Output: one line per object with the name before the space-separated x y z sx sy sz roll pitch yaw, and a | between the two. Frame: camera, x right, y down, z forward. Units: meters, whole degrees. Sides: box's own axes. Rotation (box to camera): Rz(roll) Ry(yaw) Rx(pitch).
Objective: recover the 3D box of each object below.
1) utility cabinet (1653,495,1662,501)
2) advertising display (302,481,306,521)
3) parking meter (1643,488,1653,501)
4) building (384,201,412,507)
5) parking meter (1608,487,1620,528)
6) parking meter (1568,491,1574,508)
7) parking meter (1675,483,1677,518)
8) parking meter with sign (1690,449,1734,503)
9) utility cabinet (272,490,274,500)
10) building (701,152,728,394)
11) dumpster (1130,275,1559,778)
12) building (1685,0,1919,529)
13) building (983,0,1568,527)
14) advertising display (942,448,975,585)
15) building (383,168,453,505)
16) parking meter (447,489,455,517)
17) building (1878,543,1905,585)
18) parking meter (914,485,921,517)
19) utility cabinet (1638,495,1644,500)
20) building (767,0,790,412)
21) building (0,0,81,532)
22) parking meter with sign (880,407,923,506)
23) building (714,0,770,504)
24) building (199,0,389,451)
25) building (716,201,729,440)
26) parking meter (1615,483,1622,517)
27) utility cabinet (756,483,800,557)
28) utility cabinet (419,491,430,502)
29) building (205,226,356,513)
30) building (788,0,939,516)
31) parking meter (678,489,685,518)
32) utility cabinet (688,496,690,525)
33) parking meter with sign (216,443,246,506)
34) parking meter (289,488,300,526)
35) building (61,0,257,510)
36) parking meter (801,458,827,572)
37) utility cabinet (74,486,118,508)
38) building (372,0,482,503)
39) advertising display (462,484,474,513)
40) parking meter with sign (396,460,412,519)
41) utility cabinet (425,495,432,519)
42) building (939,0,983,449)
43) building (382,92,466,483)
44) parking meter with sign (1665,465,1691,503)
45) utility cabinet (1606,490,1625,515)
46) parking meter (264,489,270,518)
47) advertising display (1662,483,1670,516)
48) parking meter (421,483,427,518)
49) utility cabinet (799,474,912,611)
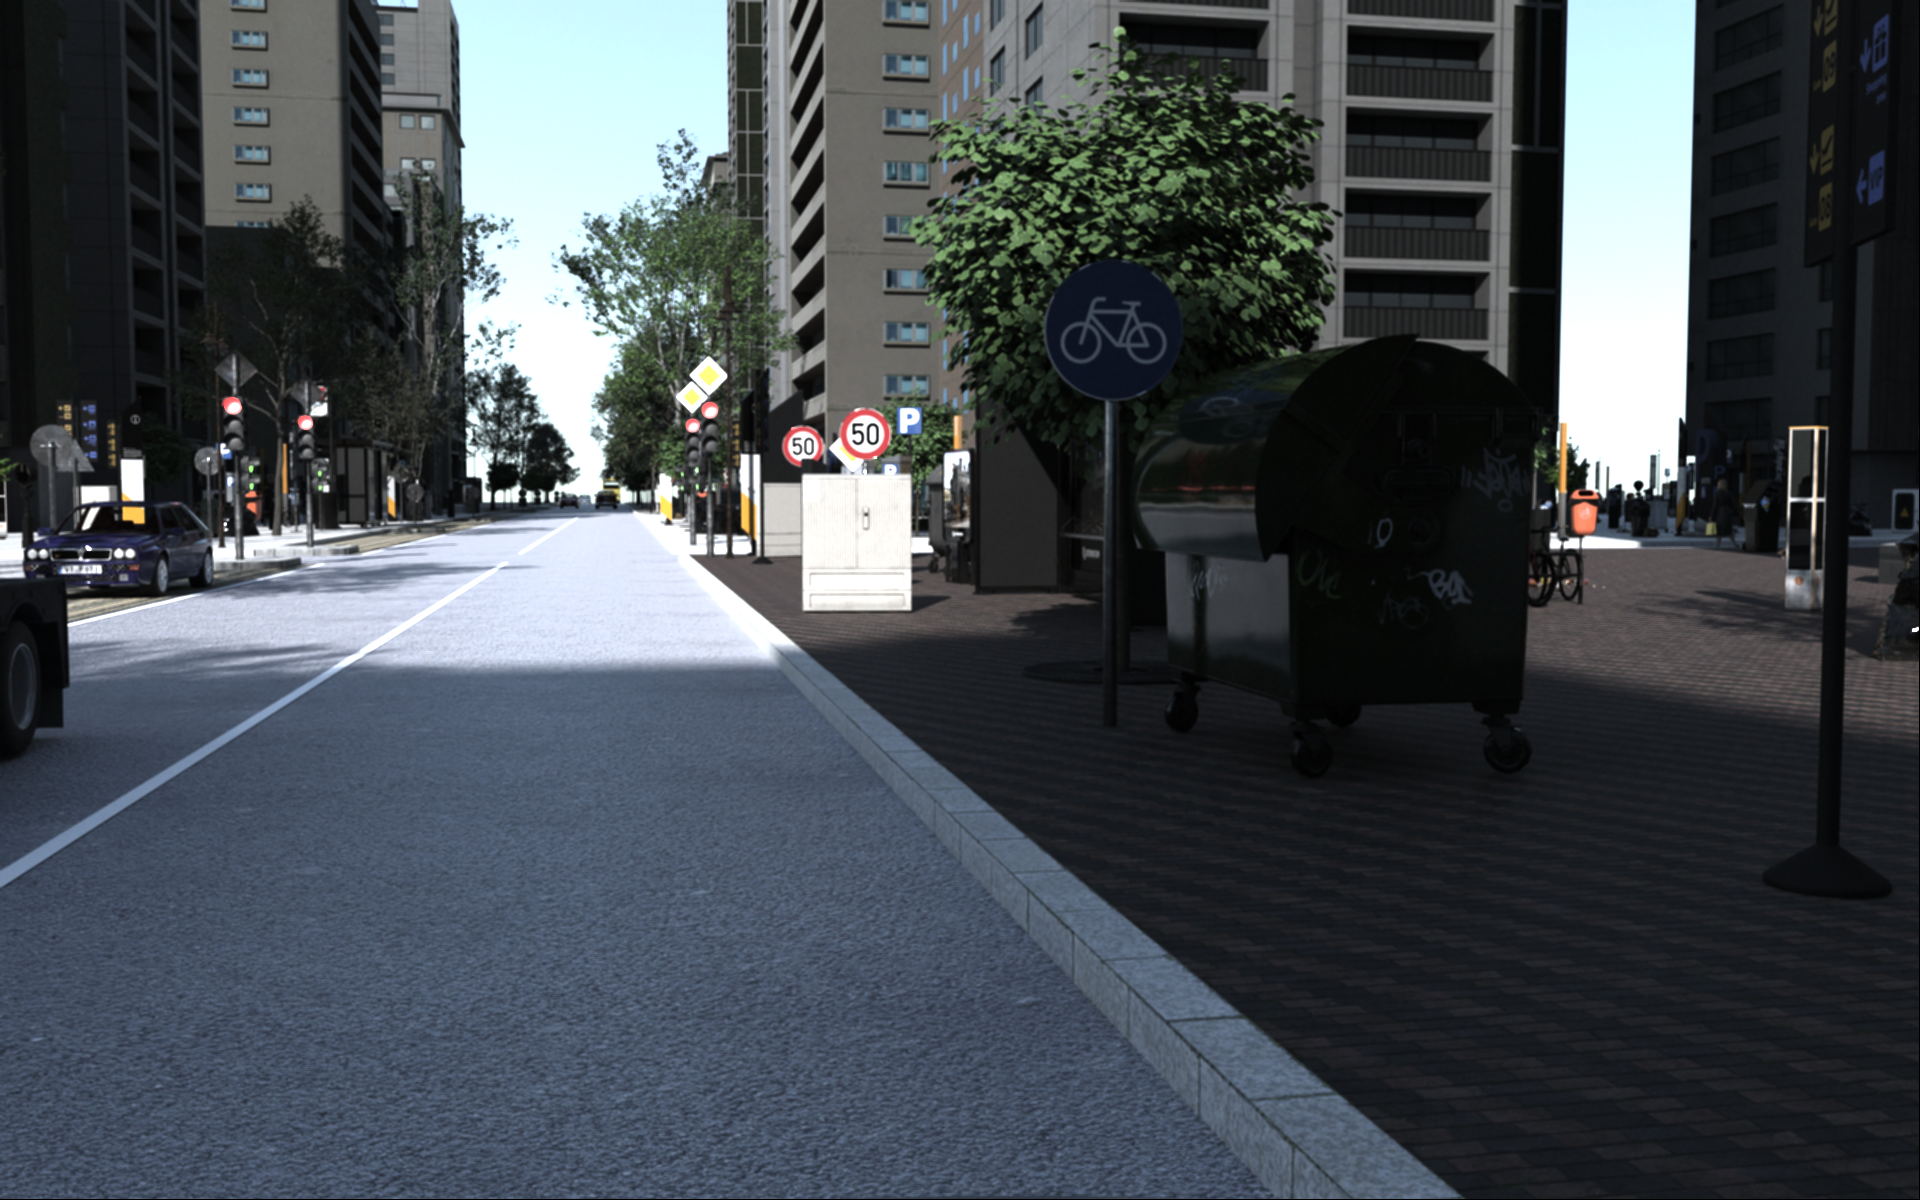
utility cabinet | 41.029 -5.511 101.260 1.020 1.237 0.306 1 4 13
advertising display | -31.353 -4.813 83.906 0.123 1.923 0.974 3 5 42
parking meter | 25.931 -3.480 65.305 0.372 1.533 0.369 0 3 0
building | -61.476 -24.237 167.977 14.160 30.474 14.107 -1 4 -11
parking meter | 24.486 -3.451 64.834 0.372 1.533 0.369 0 3 0
parking meter | 28.988 -4.669 82.049 0.255 1.863 0.399 -3 5 -42
parking meter | 39.214 -5.430 94.484 0.399 1.863 0.255 -3 5 -42
parking meter with sign | 28.892 -4.293 66.448 1.738 3.016 0.543 -2 4 -32
utility cabinet | -40.341 -5.655 101.142 0.318 1.500 1.173 -2 4 -31
building | -24.462 -41.295 264.417 28.713 52.752 27.495 -1 4 -11
dumpster | 1.838 -0.374 8.603 1.502 2.255 1.985 -1 4 -11
building | 38.704 -18.073 67.202 14.107 30.474 14.160 -1 4 -11
building | 12.971 -38.354 65.347 20.611 71.187 20.563 -1 4 -11
advertising display | -0.002 -1.195 24.760 0.123 1.923 0.974 -2 4 -25
building | -70.026 -32.254 210.950 14.154 41.232 14.086 -1 4 -11
parking meter | -27.919 -5.295 94.983 0.372 1.533 0.369 0 3 0
building | 24.768 -28.879 14.166 21.231 58.520 28.212 -1 4 -11
parking meter | -2.374 -5.554 96.511 0.255 1.863 0.399 -2 4 -32
utility cabinet | 34.511 -4.685 87.756 0.306 1.237 1.020 1 4 22
building | -5.970 -37.134 149.139 21.231 58.520 28.212 -1 4 -11
building | -37.665 -17.289 54.372 14.160 30.474 14.107 -1 4 -11
parking meter with sign | -1.271 -2.308 33.996 0.543 3.016 1.738 1 4 19
building | -21.401 -48.143 225.389 20.563 71.187 20.611 -1 4 -11
building | -61.884 -32.109 148.691 21.300 48.544 21.600 -1 4 -11
building | -27.071 -34.220 243.094 14.154 41.232 14.086 -1 4 -11
parking meter | 36.093 -5.464 95.049 0.399 1.863 0.255 1 4 22
utility cabinet | -3.592 -1.623 35.215 1.173 1.500 0.318 -3 5 -44
utility cabinet | -33.685 -6.088 108.215 0.318 1.500 1.173 3 4 39
building | -60.026 -17.073 124.190 27.650 21.520 28.899 -1 4 -11
building | 0.829 -29.727 109.737 21.300 48.544 21.600 -1 4 -11
parking meter | -15.083 -5.225 93.844 0.372 1.533 0.369 0 3 0
utility cabinet | -10.982 -3.705 71.744 0.306 1.237 1.020 -2 4 -27
parking meter with sign | -25.099 -3.904 60.092 0.543 3.016 1.738 0 4 3
parking meter | -26.938 -3.772 70.086 0.372 1.533 0.369 0 3 0
building | -45.598 -39.336 81.391 20.563 71.187 20.611 -1 4 -11
parking meter | -2.394 -1.395 28.525 0.255 1.863 0.399 3 5 43
utility cabinet | -23.226 -2.316 46.546 1.173 1.500 0.318 1 4 17
building | -81.557 -49.898 254.078 20.563 71.187 20.611 -1 4 -11
advertising display | -32.596 -6.705 114.839 0.974 1.923 0.123 2 4 31
parking meter with sign | -28.362 -5.658 88.765 0.543 3.016 1.738 0 4 -4
utility cabinet | -27.089 -4.716 88.268 0.306 1.237 1.020 -1 4 -14
building | 7.041 -26.581 84.711 14.600 45.320 14.200 -1 4 -11
building | -81.100 -39.192 230.023 28.713 52.752 27.495 -1 4 -11
parking meter with sign | 48.167 -7.327 116.060 0.543 3.016 1.738 -3 5 -40
utility cabinet | 40.388 -5.995 106.699 1.173 1.500 0.318 -1 4 -23
parking meter | -36.149 -5.024 90.547 0.372 1.533 0.369 0 3 0
advertising display | 41.157 -5.829 100.515 0.974 1.923 0.123 -1 4 -19
parking meter | -29.172 -5.421 94.350 0.255 1.863 0.399 0 4 -5
utility cabinet | -1.115 -0.617 18.771 1.173 1.500 0.318 0 4 -3
